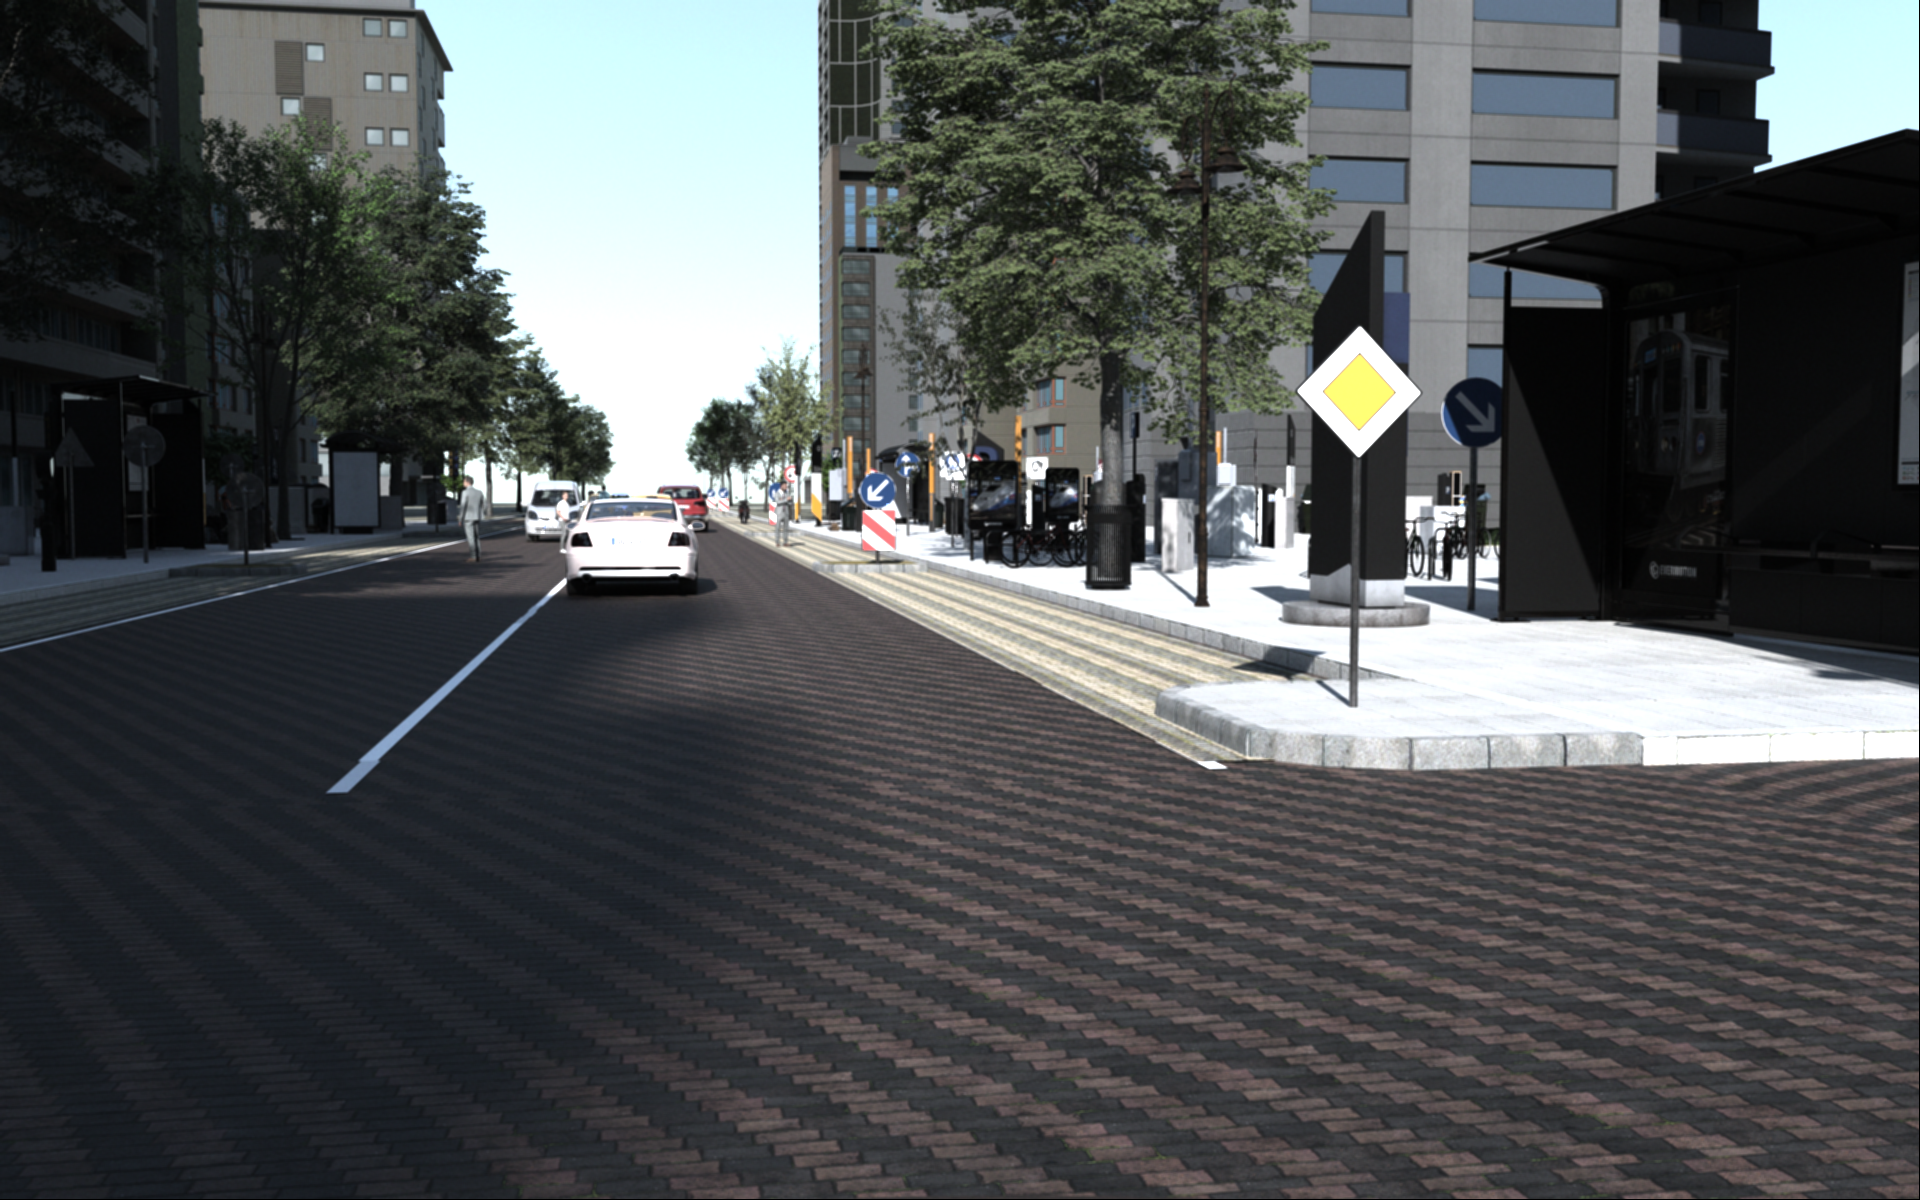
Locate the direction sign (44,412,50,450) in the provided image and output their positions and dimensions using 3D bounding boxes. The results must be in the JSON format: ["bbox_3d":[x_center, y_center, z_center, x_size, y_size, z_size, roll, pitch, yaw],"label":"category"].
[{"bbox_3d":[-24.921,-3.409,47.741,0.876,3.537,0.379,2,4,31],"label":"direction sign"}]

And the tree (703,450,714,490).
[{"bbox_3d":[-28.149,-15.415,202.390,4.360,8.622,3.978,0,3,0],"label":"tree"}]

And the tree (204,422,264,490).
[{"bbox_3d":[-33.298,-5.817,78.822,4.285,4.588,4.351,0,3,0],"label":"tree"}]

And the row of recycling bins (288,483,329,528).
[{"bbox_3d":[-24.890,-3.585,65.730,1.069,1.692,3.534,-3,5,-42],"label":"row of recycling bins"}]

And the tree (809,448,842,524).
[{"bbox_3d":[-5.668,-4.834,73.635,1.663,3.219,1.824,0,3,0],"label":"tree"}]

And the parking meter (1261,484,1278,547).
[{"bbox_3d":[7.479,-2.046,41.863,0.372,1.533,0.369,0,3,0],"label":"parking meter"}]

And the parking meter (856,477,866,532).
[{"bbox_3d":[-3.327,-3.234,58.590,0.399,1.863,0.255,0,4,0],"label":"parking meter"}]

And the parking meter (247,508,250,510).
[{"bbox_3d":[-27.885,-3.618,67.567,0.372,1.533,0.369,0,3,0],"label":"parking meter"}]

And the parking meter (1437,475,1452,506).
[{"bbox_3d":[14.579,-2.839,52.134,0.399,1.863,0.255,-3,5,-39],"label":"parking meter"}]

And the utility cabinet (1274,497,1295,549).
[{"bbox_3d":[7.640,-1.813,40.809,0.306,1.237,1.020,1,4,21],"label":"utility cabinet"}]

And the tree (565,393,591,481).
[{"bbox_3d":[-40.604,-15.565,172.610,7.486,12.596,7.792,0,3,0],"label":"tree"}]

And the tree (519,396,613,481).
[{"bbox_3d":[-37.290,-13.683,158.136,8.767,10.594,7.601,2,4,30],"label":"tree"}]

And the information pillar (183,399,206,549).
[{"bbox_3d":[-17.936,-3.009,40.556,0.504,3.616,0.183,1,4,11],"label":"information pillar"}]

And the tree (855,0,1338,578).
[{"bbox_3d":[1.901,-6.617,26.321,7.486,12.596,7.792,0,3,0],"label":"tree"}]

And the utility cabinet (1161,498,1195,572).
[{"bbox_3d":[3.651,-1.088,28.951,0.306,1.237,1.020,2,4,23],"label":"utility cabinet"}]

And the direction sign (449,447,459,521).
[{"bbox_3d":[-23.925,-5.497,81.880,0.379,3.537,0.876,-3,5,-44],"label":"direction sign"}]

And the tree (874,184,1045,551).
[{"bbox_3d":[0.114,-5.443,39.359,4.360,8.622,3.978,0,3,0],"label":"tree"}]

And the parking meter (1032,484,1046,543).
[{"bbox_3d":[2.061,-2.252,45.224,0.372,1.533,0.369,0,3,0],"label":"parking meter"}]

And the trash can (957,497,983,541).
[{"bbox_3d":[0.355,-2.216,47.883,0.748,1.137,0.748,0,3,0],"label":"trash can"}]

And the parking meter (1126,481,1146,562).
[{"bbox_3d":[3.318,-1.487,32.716,0.372,1.533,0.369,0,3,0],"label":"parking meter"}]

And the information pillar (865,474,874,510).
[{"bbox_3d":[-3.276,-3.521,62.063,0.304,2.012,0.304,-1,4,-20],"label":"information pillar"}]

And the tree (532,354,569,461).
[{"bbox_3d":[-32.263,-12.300,126.854,9.928,11.665,9.643,0,3,0],"label":"tree"}]

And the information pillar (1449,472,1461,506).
[{"bbox_3d":[16.184,-3.192,56.685,0.304,2.012,0.304,-1,4,-11],"label":"information pillar"}]

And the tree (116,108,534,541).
[{"bbox_3d":[-18.871,-7.461,47.747,9.928,11.665,9.643,0,3,0],"label":"tree"}]

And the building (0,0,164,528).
[{"bbox_3d":[-45.011,-27.030,65.650,21.300,48.544,21.600,-1,4,-10],"label":"building"}]

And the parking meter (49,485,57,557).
[{"bbox_3d":[-18.420,-1.820,35.471,0.399,1.863,0.255,1,4,20],"label":"parking meter"}]

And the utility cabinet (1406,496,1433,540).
[{"bbox_3d":[12.641,-2.274,48.343,1.020,1.237,0.306,-1,4,-11],"label":"utility cabinet"}]

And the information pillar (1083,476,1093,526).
[{"bbox_3d":[5.080,-3.941,68.924,0.304,2.012,0.304,-1,4,-20],"label":"information pillar"}]

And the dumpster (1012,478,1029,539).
[{"bbox_3d":[1.248,-2.729,50.370,1.264,1.857,1.865,-1,4,-10],"label":"dumpster"}]

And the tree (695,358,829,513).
[{"bbox_3d":[-13.435,-11.320,119.498,8.767,10.594,7.601,-1,4,-11],"label":"tree"}]

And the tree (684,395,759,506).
[{"bbox_3d":[-24.325,-15.689,182.268,9.928,11.665,9.643,0,3,0],"label":"tree"}]

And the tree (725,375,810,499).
[{"bbox_3d":[-10.950,-9.400,104.051,4.360,8.622,3.978,0,3,0],"label":"tree"}]

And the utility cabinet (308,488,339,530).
[{"bbox_3d":[-22.500,-3.219,61.313,0.318,1.500,1.173,2,4,31],"label":"utility cabinet"}]

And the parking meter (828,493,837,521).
[{"bbox_3d":[-6.175,-4.777,83.814,0.399,1.863,0.255,2,4,33],"label":"parking meter"}]

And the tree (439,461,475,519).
[{"bbox_3d":[-25.825,-5.733,88.334,1.663,3.219,1.824,0,3,0],"label":"tree"}]

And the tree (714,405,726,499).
[{"bbox_3d":[-16.207,-11.043,130.915,4.360,8.622,3.978,0,3,0],"label":"tree"}]

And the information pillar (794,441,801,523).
[{"bbox_3d":[-7.144,-5.193,76.254,0.183,3.616,0.504,1,4,13],"label":"information pillar"}]

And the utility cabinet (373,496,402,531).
[{"bbox_3d":[-20.289,-3.063,61.248,1.020,1.237,0.306,-2,4,-35],"label":"utility cabinet"}]

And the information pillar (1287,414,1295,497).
[{"bbox_3d":[9.709,-3.639,50.852,0.183,3.616,0.504,2,4,30],"label":"information pillar"}]

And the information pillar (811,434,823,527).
[{"bbox_3d":[-5.611,-4.681,67.892,0.183,3.616,0.504,3,5,40],"label":"information pillar"}]

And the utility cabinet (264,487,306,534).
[{"bbox_3d":[-21.450,-2.835,55.028,1.173,1.500,0.318,0,4,-1],"label":"utility cabinet"}]

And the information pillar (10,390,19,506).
[{"bbox_3d":[-21.463,-2.936,39.352,0.183,3.616,0.504,-2,4,-26],"label":"information pillar"}]

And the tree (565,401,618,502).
[{"bbox_3d":[-51.941,-20.304,238.629,9.857,13.997,8.962,0,3,0],"label":"tree"}]

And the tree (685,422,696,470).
[{"bbox_3d":[-23.446,-14.411,170.037,7.601,10.594,8.767,-1,4,-16],"label":"tree"}]

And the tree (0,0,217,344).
[{"bbox_3d":[-14.281,-5.455,23.597,8.767,10.594,7.601,0,4,3],"label":"tree"}]

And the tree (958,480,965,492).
[{"bbox_3d":[0.599,-5.478,84.166,1.663,3.219,1.824,0,3,0],"label":"tree"}]

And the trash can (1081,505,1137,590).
[{"bbox_3d":[2.001,-0.713,23.308,0.748,1.137,0.748,0,3,0],"label":"trash can"}]

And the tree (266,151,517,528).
[{"bbox_3d":[-21.544,-9.726,65.673,9.857,13.997,8.962,0,3,0],"label":"tree"}]

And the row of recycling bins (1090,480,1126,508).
[{"bbox_3d":[4.343,-2.636,50.218,1.069,1.692,3.534,1,4,9],"label":"row of recycling bins"}]

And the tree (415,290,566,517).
[{"bbox_3d":[-26.849,-10.932,96.867,7.486,12.596,7.792,0,3,0],"label":"tree"}]

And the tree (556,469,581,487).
[{"bbox_3d":[-41.114,-12.057,180.840,4.285,4.588,4.351,0,3,0],"label":"tree"}]

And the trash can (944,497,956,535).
[{"bbox_3d":[-0.165,-2.629,54.642,0.748,1.137,0.748,0,3,0],"label":"trash can"}]

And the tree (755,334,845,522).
[{"bbox_3d":[-7.353,-7.883,79.245,4.737,8.622,4.395,0,3,0],"label":"tree"}]
